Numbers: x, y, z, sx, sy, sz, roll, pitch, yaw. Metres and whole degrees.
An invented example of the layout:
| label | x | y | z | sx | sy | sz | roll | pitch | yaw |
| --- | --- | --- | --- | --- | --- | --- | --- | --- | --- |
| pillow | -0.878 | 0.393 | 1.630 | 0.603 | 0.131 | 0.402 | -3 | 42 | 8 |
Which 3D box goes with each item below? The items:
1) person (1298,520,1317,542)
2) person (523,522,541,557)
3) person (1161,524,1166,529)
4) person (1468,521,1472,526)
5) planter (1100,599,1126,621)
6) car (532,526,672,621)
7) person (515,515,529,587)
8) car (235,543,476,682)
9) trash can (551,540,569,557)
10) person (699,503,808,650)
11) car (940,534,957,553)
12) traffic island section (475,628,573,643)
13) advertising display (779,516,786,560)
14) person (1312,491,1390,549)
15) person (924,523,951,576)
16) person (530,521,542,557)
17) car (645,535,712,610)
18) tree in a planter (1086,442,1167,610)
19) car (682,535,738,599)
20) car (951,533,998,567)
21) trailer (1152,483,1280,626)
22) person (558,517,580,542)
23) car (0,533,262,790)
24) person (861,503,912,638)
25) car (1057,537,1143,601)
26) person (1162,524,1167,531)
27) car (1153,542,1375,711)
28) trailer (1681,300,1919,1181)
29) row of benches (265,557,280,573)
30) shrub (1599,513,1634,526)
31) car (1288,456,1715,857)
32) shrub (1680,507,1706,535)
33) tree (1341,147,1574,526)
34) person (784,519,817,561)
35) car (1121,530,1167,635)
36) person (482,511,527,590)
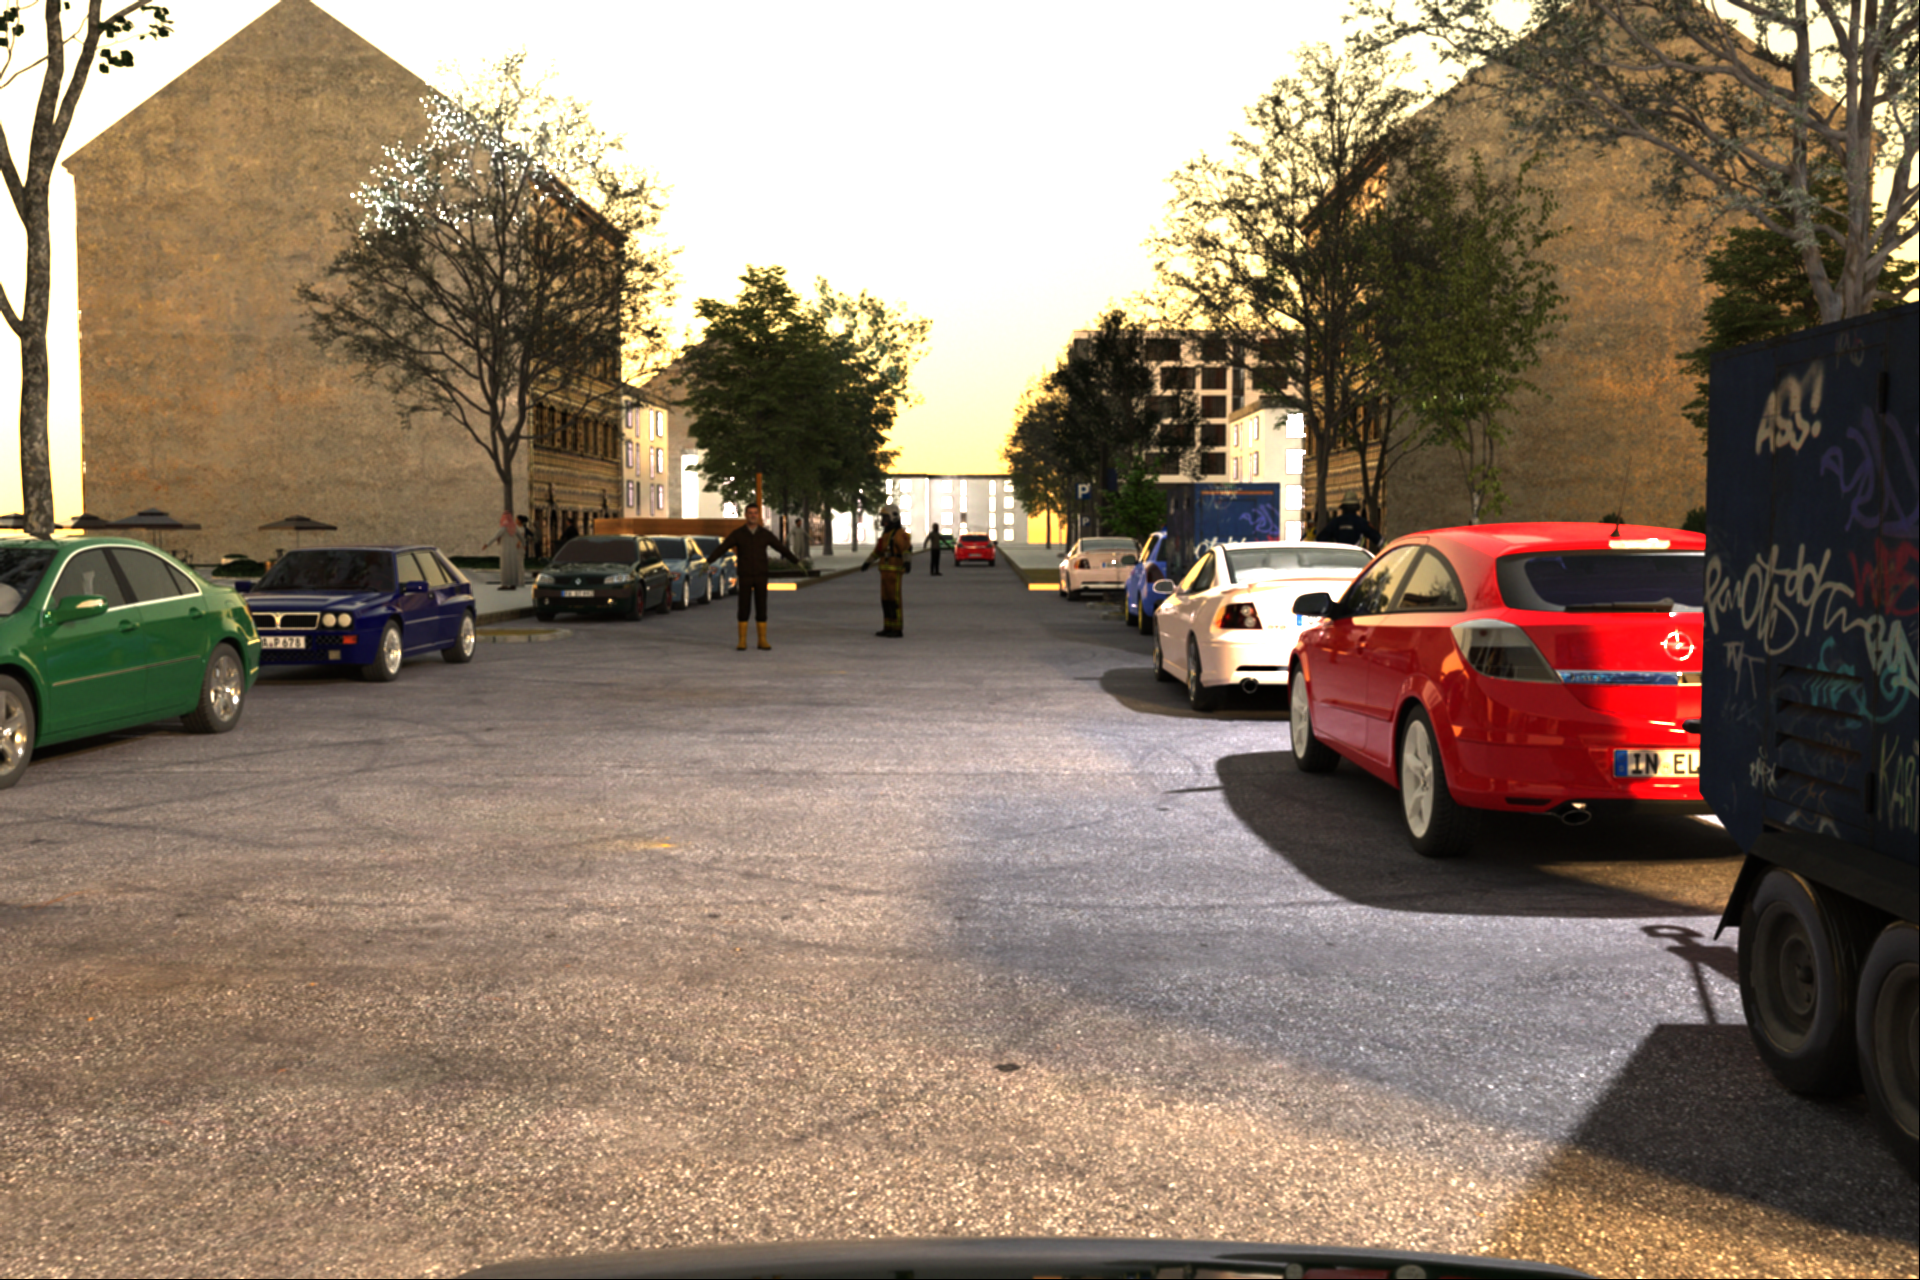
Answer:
| label | x | y | z | sx | sy | sz | roll | pitch | yaw |
| --- | --- | --- | --- | --- | --- | --- | --- | --- | --- |
| person | 13.280 | -3.649 | 65.629 | 0.705 | 1.833 | 1.349 | -2 | 4 | -26 |
| person | -17.247 | -3.836 | 68.502 | 1.354 | 1.856 | 0.705 | 0 | 4 | 6 |
| person | 8.585 | -4.108 | 73.022 | 0.705 | 1.847 | 1.347 | 1 | 4 | 22 |
| person | 19.644 | -3.694 | 66.669 | 1.348 | 1.796 | 0.705 | -2 | 4 | -33 |
| planter | 3.391 | -0.505 | 29.396 | 1.991 | 0.319 | 1.994 | 0 | 4 | 2 |
| car | -6.087 | -1.220 | 29.738 | 2.009 | 1.686 | 4.222 | 0 | 4 | 1 |
| person | -10.700 | -2.142 | 41.785 | 0.721 | 1.739 | 1.217 | -1 | 4 | -20 |
| car | -6.334 | -0.331 | 17.986 | 1.945 | 1.354 | 3.894 | 0 | 4 | 1 |
| trash can | -9.007 | -1.720 | 39.767 | 0.748 | 1.137 | 0.748 | 0 | 3 | 0 |
| person | -2.564 | -0.786 | 21.441 | 1.346 | 1.812 | 0.704 | -1 | 4 | -15 |
| car | -1.185 | -7.680 | 134.363 | 1.959 | 1.807 | 4.718 | 0 | 4 | 1 |
| traffic island section | -6.437 | -0.059 | 23.838 | 1.991 | 0.108 | 1.994 | 0 | 4 | 2 |
| advertising display | -6.309 | -3.457 | 61.732 | 0.123 | 1.923 | 0.974 | 0 | 4 | 1 |
| person | 5.199 | -1.052 | 23.064 | 1.351 | 1.845 | 0.704 | 2 | 4 | 31 |
| person | -0.830 | -3.145 | 60.011 | 0.705 | 1.813 | 1.348 | 3 | 5 | 43 |
| person | -17.183 | -3.925 | 70.299 | 0.705 | 1.813 | 1.348 | -2 | 4 | -28 |
| car | -6.000 | -1.357 | 34.183 | 2.014 | 1.417 | 4.499 | 0 | 4 | 1 |
| tree in a planter | 3.466 | -2.224 | 33.577 | 1.991 | 3.239 | 1.994 | 0 | 4 | 0 |
| car | -6.069 | -1.681 | 39.487 | 2.014 | 1.417 | 4.499 | 0 | 4 | 0 |
| car | 0.652 | -4.212 | 77.902 | 2.155 | 1.783 | 4.494 | 0 | 4 | 0 |
| trailer | 3.094 | -0.869 | 21.259 | 1.471 | 1.999 | 3.904 | 0 | 4 | 0 |
| person | -13.020 | -3.172 | 57.793 | 0.705 | 1.837 | 1.347 | 2 | 4 | 24 |
| car | -6.225 | 0.039 | 11.157 | 2.131 | 1.459 | 4.920 | 0 | 4 | 1 |
| person | -0.976 | -0.970 | 24.092 | 0.705 | 1.858 | 1.354 | -2 | 4 | -30 |
| car | 3.215 | -1.591 | 38.377 | 2.083 | 1.381 | 4.827 | 0 | 4 | 0 |
| person | 5.241 | -2.246 | 42.705 | 0.704 | 1.831 | 1.345 | 3 | 4 | 37 |
| car | 2.814 | -0.186 | 15.403 | 2.083 | 1.381 | 4.827 | 0 | 4 | 1 |
| trailer | 2.827 | 0.139 | 4.784 | 1.471 | 1.999 | 3.904 | 0 | 4 | 1 |
| row of benches | -17.504 | -1.819 | 45.204 | 1.422 | 0.672 | 4.104 | -2 | 4 | -30 |
| shrub | 22.515 | -3.416 | 59.895 | 1.661 | 2.075 | 1.752 | 0 | 3 | 0 |
| car | 2.926 | -0.008 | 9.167 | 2.155 | 1.783 | 4.494 | 0 | 4 | 0 |
| shrub | 19.894 | -2.605 | 46.631 | 1.661 | 2.075 | 1.752 | 0 | 3 | 0 |
| tree | 9.477 | -5.011 | 32.287 | 4.737 | 8.622 | 4.395 | 0 | 3 | 0 |
| person | -5.505 | -3.247 | 59.270 | 1.347 | 1.806 | 0.705 | -3 | 5 | -40 |
| car | 3.407 | -0.997 | 25.897 | 1.945 | 1.707 | 3.694 | 0 | 4 | 1 |
| person | -10.393 | -2.055 | 39.740 | 0.704 | 1.811 | 1.347 | 2 | 4 | 30 |
